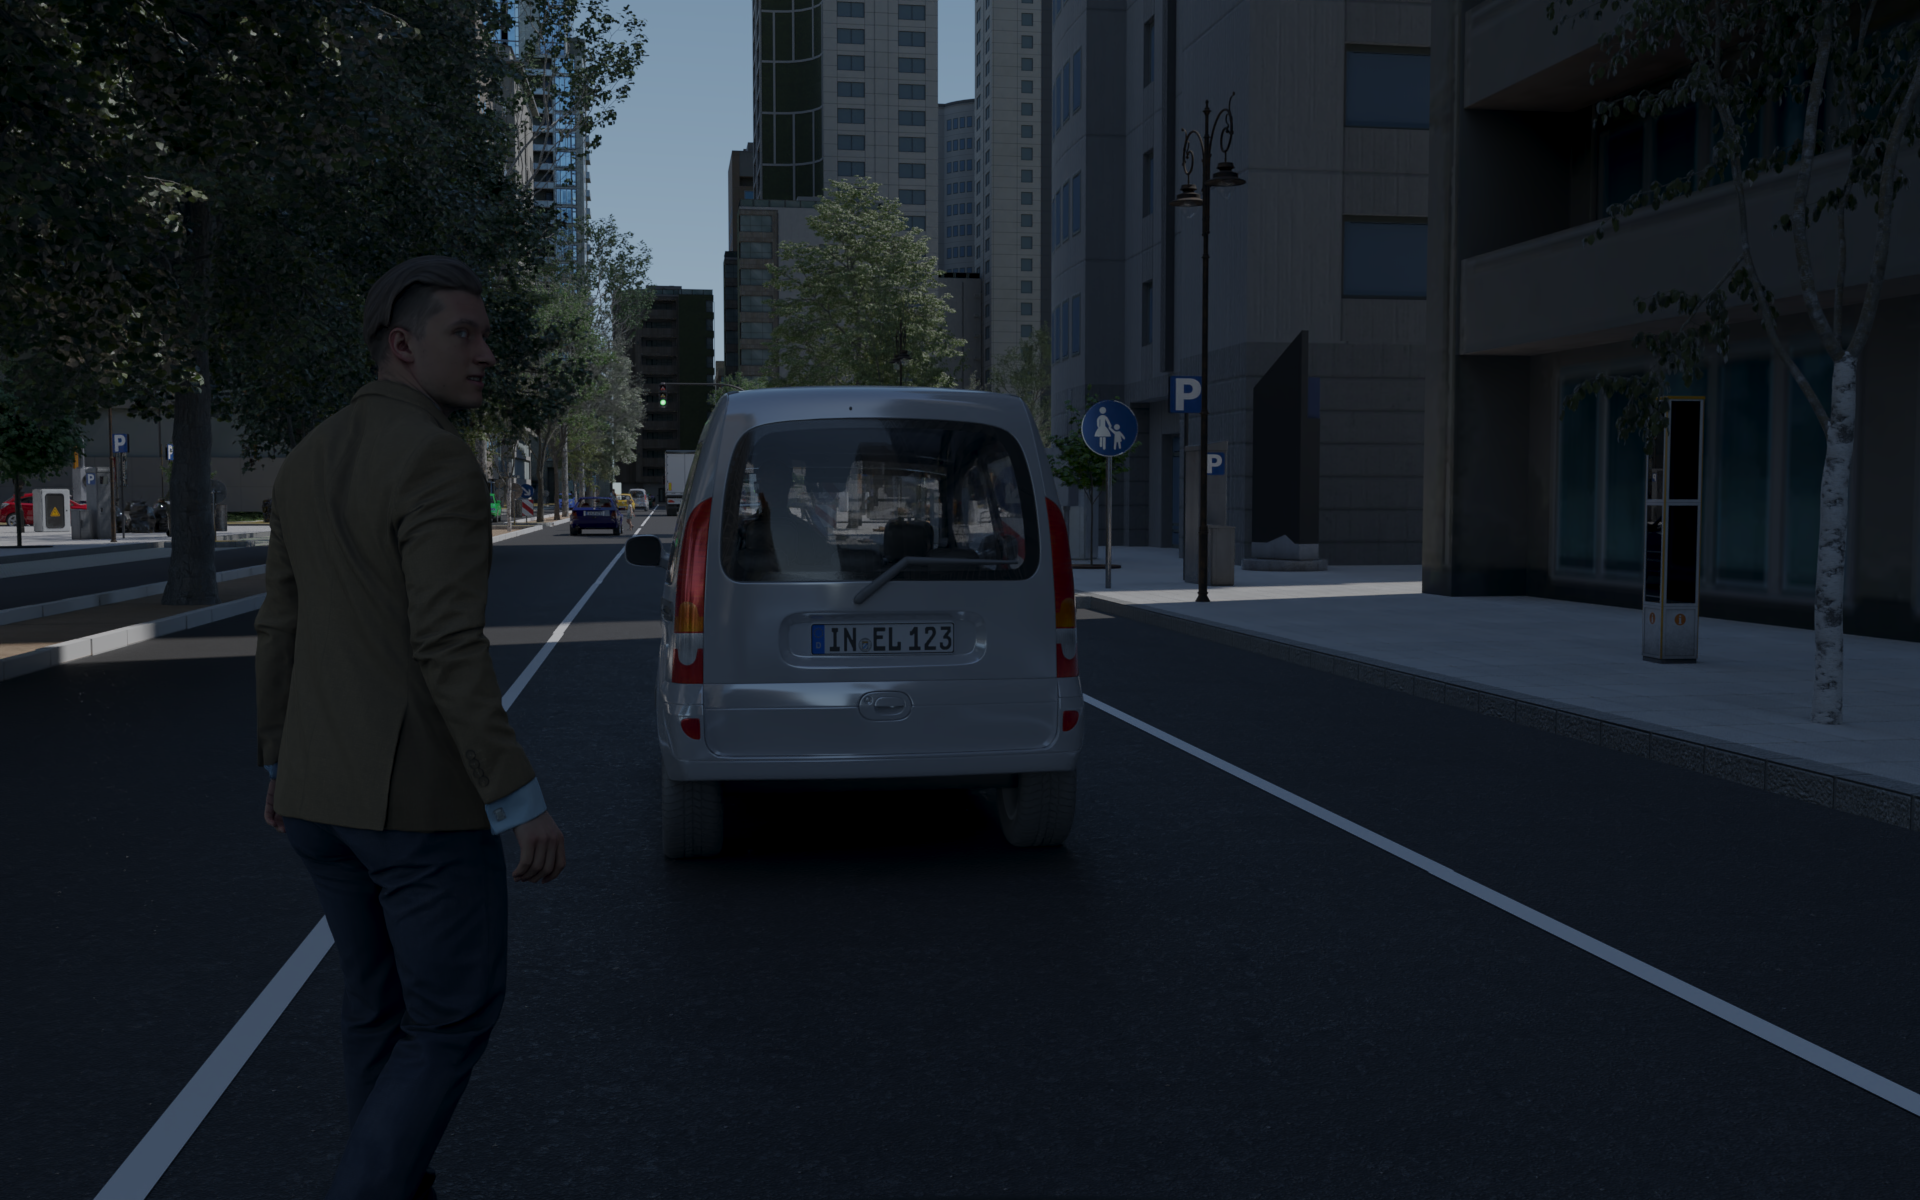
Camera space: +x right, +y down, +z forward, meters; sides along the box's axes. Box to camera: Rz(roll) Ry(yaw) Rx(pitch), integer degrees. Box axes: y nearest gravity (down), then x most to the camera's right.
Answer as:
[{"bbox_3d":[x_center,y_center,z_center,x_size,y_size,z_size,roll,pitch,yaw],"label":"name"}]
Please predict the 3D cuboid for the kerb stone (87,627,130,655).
[{"bbox_3d":[-7.840,0.388,15.849,0.120,0.150,1.000,-1,4,-10],"label":"kerb stone"}]

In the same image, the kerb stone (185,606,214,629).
[{"bbox_3d":[-8.349,0.203,18.874,0.120,0.150,1.000,-1,4,-10],"label":"kerb stone"}]

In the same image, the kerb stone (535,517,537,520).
[{"bbox_3d":[-23.189,-4.383,93.875,0.120,0.150,1.000,-1,4,-10],"label":"kerb stone"}]

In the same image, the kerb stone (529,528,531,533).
[{"bbox_3d":[-15.901,-2.521,63.407,0.120,0.150,1.000,-1,4,-10],"label":"kerb stone"}]

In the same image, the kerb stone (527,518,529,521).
[{"bbox_3d":[-22.330,-4.075,88.823,0.120,0.150,1.000,-1,4,-10],"label":"kerb stone"}]

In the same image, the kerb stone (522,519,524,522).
[{"bbox_3d":[-21.821,-3.889,85.784,0.120,0.150,1.000,-1,4,-10],"label":"kerb stone"}]

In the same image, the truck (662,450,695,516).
[{"bbox_3d":[-18.635,-7.825,116.851,2.839,4.237,11.283,-1,4,-10],"label":"truck"}]

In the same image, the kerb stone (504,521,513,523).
[{"bbox_3d":[-20.788,-3.518,79.713,0.120,0.150,1.000,-1,4,-10],"label":"kerb stone"}]

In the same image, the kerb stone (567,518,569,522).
[{"bbox_3d":[-19.916,-3.973,87.146,0.120,0.150,1.000,-1,4,-10],"label":"kerb stone"}]

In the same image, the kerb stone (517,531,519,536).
[{"bbox_3d":[-15.045,-2.211,58.348,0.120,0.150,1.000,-1,4,-10],"label":"kerb stone"}]

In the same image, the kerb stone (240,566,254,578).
[{"bbox_3d":[-12.316,-0.457,29.674,0.120,0.150,1.000,-1,4,-10],"label":"kerb stone"}]

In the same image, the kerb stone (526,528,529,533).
[{"bbox_3d":[-15.729,-2.458,62.399,0.120,0.150,1.000,-1,4,-10],"label":"kerb stone"}]

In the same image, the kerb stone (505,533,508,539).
[{"bbox_3d":[-14.360,-1.963,54.297,0.120,0.150,1.000,-1,4,-10],"label":"kerb stone"}]

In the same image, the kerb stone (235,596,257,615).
[{"bbox_3d":[-8.696,0.082,20.897,0.120,0.150,1.000,-1,4,-10],"label":"kerb stone"}]

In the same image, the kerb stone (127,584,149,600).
[{"bbox_3d":[-11.290,-0.083,23.595,0.120,0.150,1.000,-1,4,-10],"label":"kerb stone"}]

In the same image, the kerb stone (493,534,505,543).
[{"bbox_3d":[-14.181,-1.898,53.289,0.120,0.150,1.000,-1,4,-10],"label":"kerb stone"}]

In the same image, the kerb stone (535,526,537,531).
[{"bbox_3d":[-16.416,-2.703,66.438,0.120,0.150,1.000,-1,4,-10],"label":"kerb stone"}]

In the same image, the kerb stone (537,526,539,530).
[{"bbox_3d":[-16.582,-2.761,67.447,0.120,0.150,1.000,-1,4,-10],"label":"kerb stone"}]

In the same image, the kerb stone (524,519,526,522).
[{"bbox_3d":[-21.989,-3.951,86.793,0.120,0.150,1.000,-1,4,-10],"label":"kerb stone"}]

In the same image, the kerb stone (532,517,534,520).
[{"bbox_3d":[-22.847,-4.259,91.854,0.120,0.150,1.000,-1,4,-10],"label":"kerb stone"}]

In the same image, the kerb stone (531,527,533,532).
[{"bbox_3d":[-16.069,-2.582,64.415,0.120,0.150,1.000,-1,4,-10],"label":"kerb stone"}]

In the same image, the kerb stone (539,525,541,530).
[{"bbox_3d":[-16.758,-2.827,68.453,0.120,0.150,1.000,-1,4,-10],"label":"kerb stone"}]

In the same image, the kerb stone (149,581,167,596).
[{"bbox_3d":[-11.462,-0.147,24.604,0.120,0.150,1.000,-1,4,-10],"label":"kerb stone"}]

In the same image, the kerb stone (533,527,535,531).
[{"bbox_3d":[-16.241,-2.644,65.431,0.120,0.150,1.000,-1,4,-10],"label":"kerb stone"}]

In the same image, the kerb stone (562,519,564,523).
[{"bbox_3d":[-19.236,-3.725,83.098,0.120,0.150,1.000,-1,4,-10],"label":"kerb stone"}]

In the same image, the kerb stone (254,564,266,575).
[{"bbox_3d":[-12.491,-0.519,30.689,0.120,0.150,1.000,-1,4,-10],"label":"kerb stone"}]

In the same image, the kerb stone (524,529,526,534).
[{"bbox_3d":[-15.563,-2.392,61.388,0.120,0.150,1.000,-1,4,-10],"label":"kerb stone"}]

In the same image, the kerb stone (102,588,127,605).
[{"bbox_3d":[-11.110,-0.023,22.582,0.120,0.150,1.000,-1,4,-10],"label":"kerb stone"}]

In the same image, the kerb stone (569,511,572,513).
[{"bbox_3d":[-30.047,-6.858,134.318,0.120,0.150,1.000,-1,4,-10],"label":"kerb stone"}]

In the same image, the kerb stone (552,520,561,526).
[{"bbox_3d":[-18.886,-3.594,81.084,0.120,0.150,1.000,-1,4,-10],"label":"kerb stone"}]

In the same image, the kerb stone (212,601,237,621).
[{"bbox_3d":[-8.519,0.142,19.881,0.120,0.150,1.000,-1,4,-10],"label":"kerb stone"}]

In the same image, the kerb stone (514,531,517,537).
[{"bbox_3d":[-14.873,-2.150,57.340,0.120,0.150,1.000,-1,4,-10],"label":"kerb stone"}]

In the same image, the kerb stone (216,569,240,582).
[{"bbox_3d":[-12.142,-0.395,28.657,0.120,0.150,1.000,-1,4,-10],"label":"kerb stone"}]

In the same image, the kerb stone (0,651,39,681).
[{"bbox_3d":[-7.498,0.521,13.817,0.120,0.150,1.000,-1,4,-10],"label":"kerb stone"}]

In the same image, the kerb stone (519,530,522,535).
[{"bbox_3d":[-15.202,-2.273,59.357,0.120,0.150,1.000,-1,4,-10],"label":"kerb stone"}]

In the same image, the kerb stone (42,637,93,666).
[{"bbox_3d":[-7.671,0.451,14.826,0.120,0.150,1.000,-1,4,-10],"label":"kerb stone"}]

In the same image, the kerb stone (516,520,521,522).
[{"bbox_3d":[-21.480,-3.765,83.759,0.120,0.150,1.000,-1,4,-10],"label":"kerb stone"}]

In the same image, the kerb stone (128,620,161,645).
[{"bbox_3d":[-8.013,0.326,16.857,0.120,0.150,1.000,-1,4,-10],"label":"kerb stone"}]

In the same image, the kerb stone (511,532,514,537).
[{"bbox_3d":[-14.699,-2.082,56.320,0.120,0.150,1.000,-1,4,-10],"label":"kerb stone"}]

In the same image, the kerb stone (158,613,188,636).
[{"bbox_3d":[-8.187,0.270,17.865,0.120,0.150,1.000,-1,4,-10],"label":"kerb stone"}]

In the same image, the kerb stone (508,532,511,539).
[{"bbox_3d":[-14.527,-2.025,55.311,0.120,0.150,1.000,-1,4,-10],"label":"kerb stone"}]

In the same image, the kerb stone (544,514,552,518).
[{"bbox_3d":[-25.254,-5.126,106.013,0.120,0.150,1.000,-1,4,-10],"label":"kerb stone"}]

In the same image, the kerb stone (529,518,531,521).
[{"bbox_3d":[-22.504,-4.137,89.835,0.120,0.150,1.000,-1,4,-10],"label":"kerb stone"}]

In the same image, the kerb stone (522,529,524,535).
[{"bbox_3d":[-15.391,-2.335,60.369,0.120,0.150,1.000,-1,4,-10],"label":"kerb stone"}]

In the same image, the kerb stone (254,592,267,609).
[{"bbox_3d":[-8.869,0.018,21.907,0.120,0.150,1.000,-1,4,-10],"label":"kerb stone"}]
